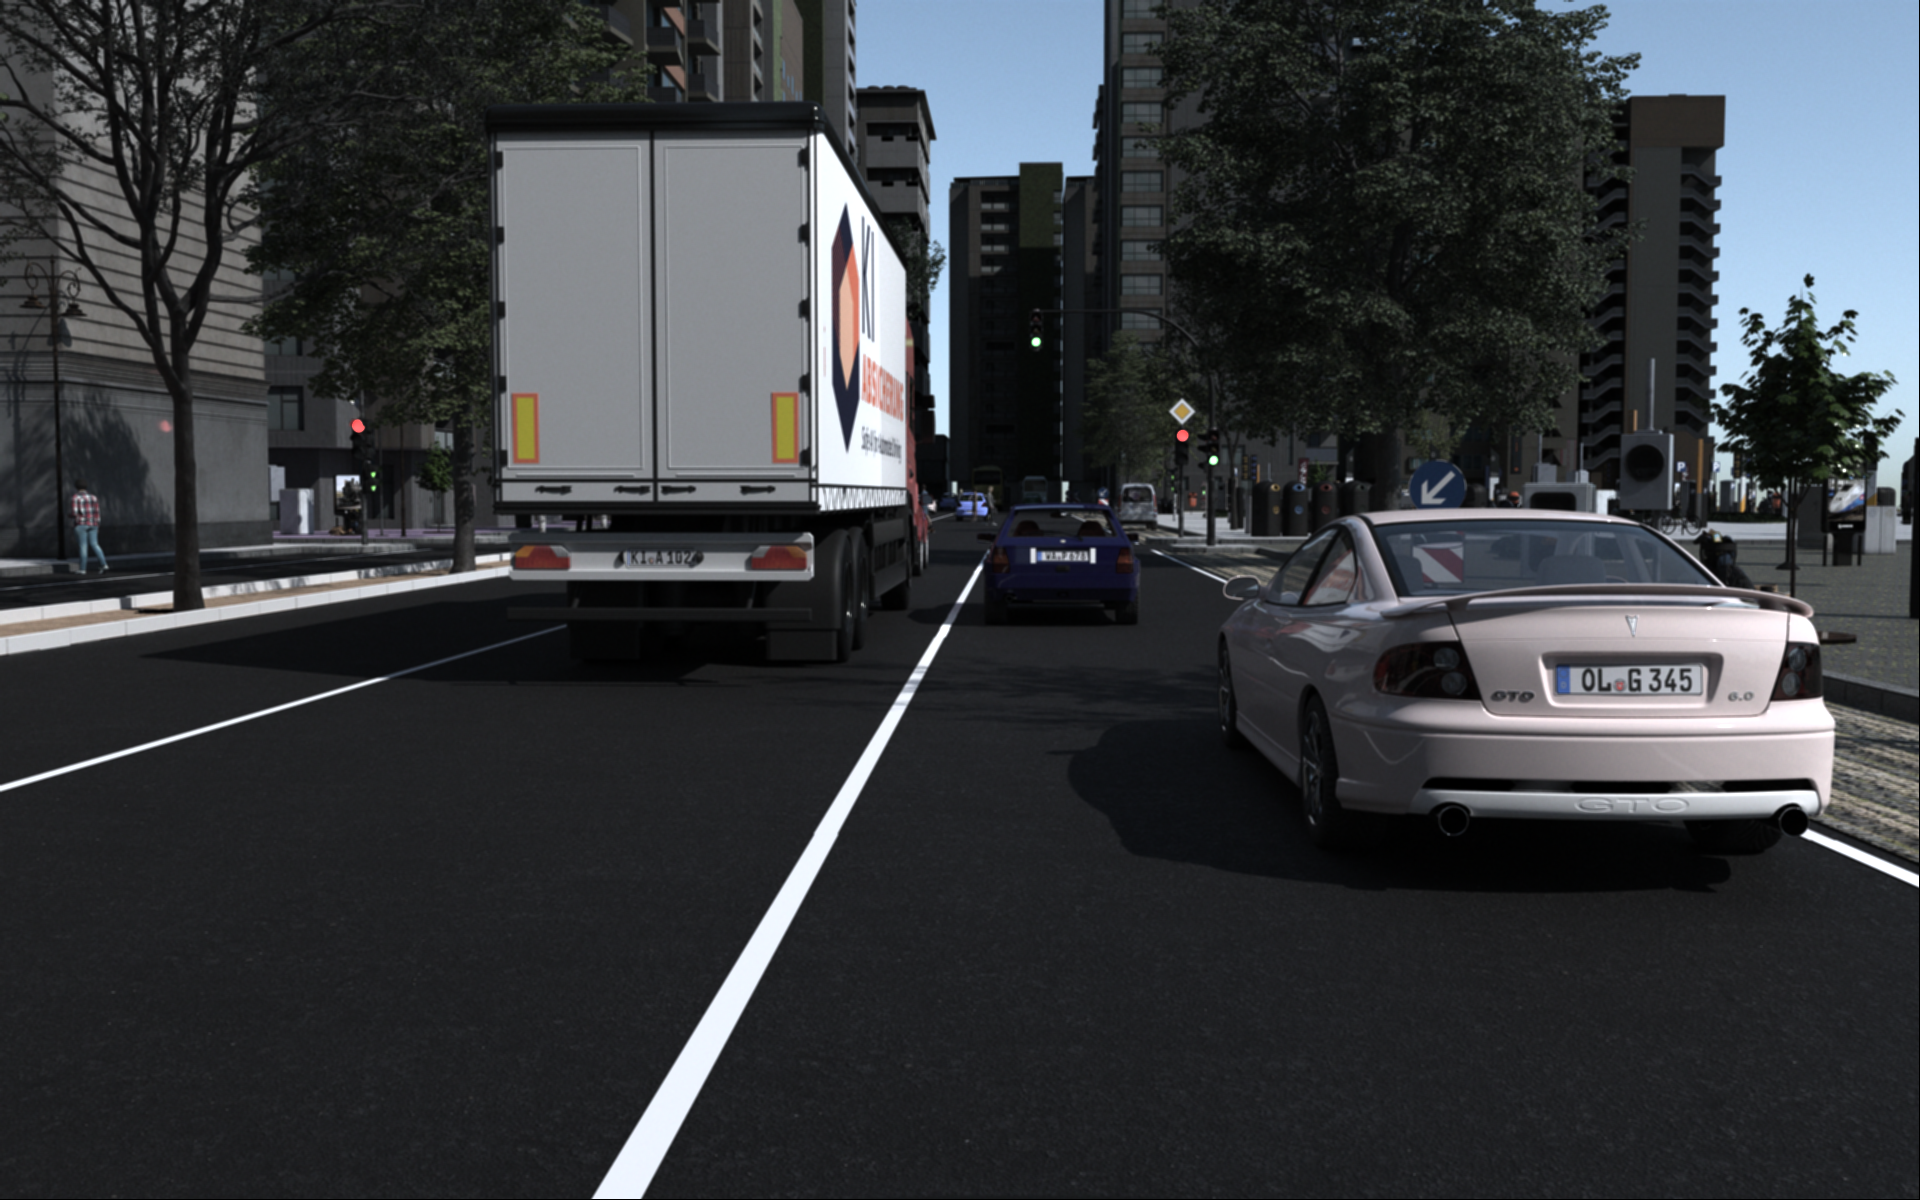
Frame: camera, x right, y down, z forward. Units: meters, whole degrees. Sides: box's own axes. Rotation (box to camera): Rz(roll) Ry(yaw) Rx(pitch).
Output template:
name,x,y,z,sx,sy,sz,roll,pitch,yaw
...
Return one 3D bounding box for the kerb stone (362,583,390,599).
name,x,y,z,sx,sy,sz,roll,pitch,yaw
kerb stone,-8.221,-0.117,24.112,0.120,0.150,1.000,0,4,2

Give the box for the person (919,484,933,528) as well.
name,x,y,z,sx,sy,sz,roll,pitch,yaw
person,-1.409,-3.727,69.452,0.654,1.822,0.581,3,5,40

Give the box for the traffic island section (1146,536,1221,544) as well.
name,x,y,z,sx,sy,sz,roll,pitch,yaw
traffic island section,6.509,-1.746,50.836,2.009,0.180,2.903,0,4,2

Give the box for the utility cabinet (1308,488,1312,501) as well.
name,x,y,z,sx,sy,sz,roll,pitch,yaw
utility cabinet,12.464,-3.174,60.580,0.318,1.500,1.173,2,4,32

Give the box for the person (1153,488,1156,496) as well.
name,x,y,z,sx,sy,sz,roll,pitch,yaw
person,14.166,-7.403,127.905,0.721,1.723,1.217,2,4,29

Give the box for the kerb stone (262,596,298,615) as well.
name,x,y,z,sx,sy,sz,roll,pitch,yaw
kerb stone,-8.337,0.073,21.024,0.120,0.150,1.000,0,4,2

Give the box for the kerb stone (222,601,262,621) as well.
name,x,y,z,sx,sy,sz,roll,pitch,yaw
kerb stone,-8.370,0.139,20.003,0.120,0.150,1.000,0,4,2

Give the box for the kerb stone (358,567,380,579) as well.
name,x,y,z,sx,sy,sz,roll,pitch,yaw
kerb stone,-10.138,-0.439,29.407,0.120,0.150,1.000,0,4,2

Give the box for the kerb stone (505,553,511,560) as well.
name,x,y,z,sx,sy,sz,roll,pitch,yaw
kerb stone,-9.832,-0.943,37.609,0.120,0.150,1.000,0,4,2

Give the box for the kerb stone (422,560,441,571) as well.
name,x,y,z,sx,sy,sz,roll,pitch,yaw
kerb stone,-10.017,-0.627,32.489,0.120,0.150,1.000,0,4,2

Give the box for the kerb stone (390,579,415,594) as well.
name,x,y,z,sx,sy,sz,roll,pitch,yaw
kerb stone,-8.183,-0.180,25.141,0.120,0.150,1.000,0,4,2

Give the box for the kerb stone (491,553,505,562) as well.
name,x,y,z,sx,sy,sz,roll,pitch,yaw
kerb stone,-9.867,-0.880,36.584,0.120,0.150,1.000,0,4,2

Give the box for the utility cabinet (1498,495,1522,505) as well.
name,x,y,z,sx,sy,sz,roll,pitch,yaw
utility cabinet,24.973,-4.130,78.687,1.020,1.237,0.306,0,4,-5

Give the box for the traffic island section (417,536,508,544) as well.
name,x,y,z,sx,sy,sz,roll,pitch,yaw
traffic island section,-14.718,-1.793,51.603,2.009,0.180,2.903,0,4,2

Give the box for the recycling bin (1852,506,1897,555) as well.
name,x,y,z,sx,sy,sz,roll,pitch,yaw
recycling bin,19.459,-1.494,36.983,0.722,1.027,0.722,0,4,0

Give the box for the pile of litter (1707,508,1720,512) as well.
name,x,y,z,sx,sy,sz,roll,pitch,yaw
pile of litter,52.447,-6.548,121.024,1.176,0.858,1.719,-2,4,-25

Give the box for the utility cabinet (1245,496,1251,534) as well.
name,x,y,z,sx,sy,sz,roll,pitch,yaw
utility cabinet,9.642,-2.720,55.633,1.020,1.237,0.306,-2,4,-27

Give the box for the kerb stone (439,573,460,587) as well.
name,x,y,z,sx,sy,sz,roll,pitch,yaw
kerb stone,-8.107,-0.301,27.189,0.120,0.150,1.000,0,4,2

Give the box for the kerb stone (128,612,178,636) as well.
name,x,y,z,sx,sy,sz,roll,pitch,yaw
kerb stone,-8.437,0.259,17.958,0.120,0.150,1.000,0,4,2

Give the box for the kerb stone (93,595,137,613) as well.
name,x,y,z,sx,sy,sz,roll,pitch,yaw
kerb stone,-10.424,0.067,21.206,0.120,0.150,1.000,0,4,2

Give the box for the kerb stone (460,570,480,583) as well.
name,x,y,z,sx,sy,sz,roll,pitch,yaw
kerb stone,-8.071,-0.365,28.211,0.120,0.150,1.000,0,4,2

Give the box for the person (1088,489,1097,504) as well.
name,x,y,z,sx,sy,sz,roll,pitch,yaw
person,9.209,-6.834,120.404,0.661,1.801,0.590,-1,4,-19

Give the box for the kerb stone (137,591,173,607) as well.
name,x,y,z,sx,sy,sz,roll,pitch,yaw
kerb stone,-10.388,-0.002,22.236,0.120,0.150,1.000,0,4,2

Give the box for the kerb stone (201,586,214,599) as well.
name,x,y,z,sx,sy,sz,roll,pitch,yaw
kerb stone,-10.348,-0.065,23.258,0.120,0.150,1.000,0,4,2

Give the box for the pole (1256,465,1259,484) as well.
name,x,y,z,sx,sy,sz,roll,pitch,yaw
pole,20.613,-7.713,119.948,0.158,3.312,0.155,0,3,0

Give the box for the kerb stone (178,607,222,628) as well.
name,x,y,z,sx,sy,sz,roll,pitch,yaw
kerb stone,-8.407,0.197,18.980,0.120,0.150,1.000,0,4,2

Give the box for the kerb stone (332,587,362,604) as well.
name,x,y,z,sx,sy,sz,roll,pitch,yaw
kerb stone,-8.256,-0.054,23.081,0.120,0.150,1.000,0,4,2

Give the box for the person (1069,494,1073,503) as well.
name,x,y,z,sx,sy,sz,roll,pitch,yaw
person,11.144,-9.905,173.669,0.991,1.433,0.599,-1,4,-15

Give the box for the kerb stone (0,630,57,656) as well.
name,x,y,z,sx,sy,sz,roll,pitch,yaw
kerb stone,-8.511,0.386,15.914,0.120,0.150,1.000,0,4,2

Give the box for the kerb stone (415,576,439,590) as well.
name,x,y,z,sx,sy,sz,roll,pitch,yaw
kerb stone,-8.143,-0.243,26.168,0.120,0.150,1.000,0,4,2

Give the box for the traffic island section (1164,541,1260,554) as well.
name,x,y,z,sx,sy,sz,roll,pitch,yaw
traffic island section,6.221,-1.258,42.856,2.009,0.180,2.903,0,4,2

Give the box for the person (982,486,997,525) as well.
name,x,y,z,sx,sy,sz,roll,pitch,yaw
person,1.382,-4.354,79.870,0.728,1.800,0.709,1,4,15

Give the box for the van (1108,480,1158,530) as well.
name,x,y,z,sx,sy,sz,roll,pitch,yaw
van,7.000,-3.827,69.576,2.013,2.044,4.112,0,4,2

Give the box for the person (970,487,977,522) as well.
name,x,y,z,sx,sy,sz,roll,pitch,yaw
person,0.720,-4.957,89.891,0.374,1.781,0.599,0,4,-3

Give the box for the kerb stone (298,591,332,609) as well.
name,x,y,z,sx,sy,sz,roll,pitch,yaw
kerb stone,-8.291,0.008,22.060,0.120,0.150,1.000,0,4,2

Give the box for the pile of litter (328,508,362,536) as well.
name,x,y,z,sx,sy,sz,roll,pitch,yaw
pile of litter,-19.125,-2.438,53.819,1.176,0.858,1.719,1,4,14

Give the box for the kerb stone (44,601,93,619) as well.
name,x,y,z,sx,sy,sz,roll,pitch,yaw
kerb stone,-10.458,0.123,20.181,0.120,0.150,1.000,0,4,2

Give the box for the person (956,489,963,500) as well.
name,x,y,z,sx,sy,sz,roll,pitch,yaw
person,0.027,-6.793,119.744,0.537,1.800,0.526,1,4,18

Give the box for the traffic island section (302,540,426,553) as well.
name,x,y,z,sx,sy,sz,roll,pitch,yaw
traffic island section,-15.006,-1.305,43.623,2.009,0.180,2.903,0,4,2

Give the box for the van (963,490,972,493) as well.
name,x,y,z,sx,sy,sz,roll,pitch,yaw
van,1.029,-11.624,197.056,2.013,2.044,4.112,0,4,2

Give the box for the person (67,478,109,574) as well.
name,x,y,z,sx,sy,sz,roll,pitch,yaw
person,-15.646,-1.326,31.023,0.643,1.720,0.563,2,4,26

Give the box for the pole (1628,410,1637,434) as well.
name,x,y,z,sx,sy,sz,roll,pitch,yaw
pole,16.342,-2.956,42.172,0.158,3.312,0.155,0,3,0

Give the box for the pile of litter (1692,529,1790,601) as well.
name,x,y,z,sx,sy,sz,roll,pitch,yaw
pile of litter,9.553,-0.456,21.419,1.176,0.858,1.719,0,4,1

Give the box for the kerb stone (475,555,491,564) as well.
name,x,y,z,sx,sy,sz,roll,pitch,yaw
kerb stone,-9.904,-0.818,35.563,0.120,0.150,1.000,0,4,2

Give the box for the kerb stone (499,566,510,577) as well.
name,x,y,z,sx,sy,sz,roll,pitch,yaw
kerb stone,-7.994,-0.493,30.253,0.120,0.150,1.000,0,4,2

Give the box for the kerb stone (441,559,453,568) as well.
name,x,y,z,sx,sy,sz,roll,pitch,yaw
kerb stone,-9.983,-0.692,33.511,0.120,0.150,1.000,0,4,2

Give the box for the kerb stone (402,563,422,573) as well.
name,x,y,z,sx,sy,sz,roll,pitch,yaw
kerb stone,-10.058,-0.564,31.464,0.120,0.150,1.000,0,4,2

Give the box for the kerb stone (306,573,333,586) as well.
name,x,y,z,sx,sy,sz,roll,pitch,yaw
kerb stone,-10.205,-0.313,27.356,0.120,0.150,1.000,0,4,2

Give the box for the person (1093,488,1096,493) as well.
name,x,y,z,sx,sy,sz,roll,pitch,yaw
person,12.261,-9.328,158.538,0.705,1.826,1.348,-1,4,-16

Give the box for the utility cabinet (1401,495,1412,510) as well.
name,x,y,z,sx,sy,sz,roll,pitch,yaw
utility cabinet,25.534,-5.371,98.978,0.306,1.237,1.020,-3,5,-39

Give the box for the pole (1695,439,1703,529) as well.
name,x,y,z,sx,sy,sz,roll,pitch,yaw
pole,27.372,-4.300,64.141,0.158,3.312,0.155,0,3,0

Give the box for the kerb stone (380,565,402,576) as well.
name,x,y,z,sx,sy,sz,roll,pitch,yaw
kerb stone,-10.091,-0.502,30.437,0.120,0.150,1.000,0,4,2

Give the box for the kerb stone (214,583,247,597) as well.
name,x,y,z,sx,sy,sz,roll,pitch,yaw
kerb stone,-10.317,-0.127,24.279,0.120,0.150,1.000,0,4,2

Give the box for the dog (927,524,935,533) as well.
name,x,y,z,sx,sy,sz,roll,pitch,yaw
dog,-1.202,-2.719,64.653,0.550,0.427,0.748,0,4,1

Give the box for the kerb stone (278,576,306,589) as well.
name,x,y,z,sx,sy,sz,roll,pitch,yaw
kerb stone,-10.241,-0.253,26.328,0.120,0.150,1.000,0,4,2

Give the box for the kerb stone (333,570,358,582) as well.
name,x,y,z,sx,sy,sz,roll,pitch,yaw
kerb stone,-10.163,-0.373,28.379,0.120,0.150,1.000,0,4,2

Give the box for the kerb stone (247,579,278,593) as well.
name,x,y,z,sx,sy,sz,roll,pitch,yaw
kerb stone,-10.273,-0.190,25.301,0.120,0.150,1.000,0,4,2

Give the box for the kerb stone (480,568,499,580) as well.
name,x,y,z,sx,sy,sz,roll,pitch,yaw
kerb stone,-8.041,-0.427,29.232,0.120,0.150,1.000,0,4,2

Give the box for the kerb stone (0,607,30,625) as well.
name,x,y,z,sx,sy,sz,roll,pitch,yaw
kerb stone,-10.501,0.186,19.159,0.120,0.150,1.000,0,4,2

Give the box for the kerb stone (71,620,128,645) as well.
name,x,y,z,sx,sy,sz,roll,pitch,yaw
kerb stone,-8.482,0.323,16.937,0.120,0.150,1.000,0,4,2
